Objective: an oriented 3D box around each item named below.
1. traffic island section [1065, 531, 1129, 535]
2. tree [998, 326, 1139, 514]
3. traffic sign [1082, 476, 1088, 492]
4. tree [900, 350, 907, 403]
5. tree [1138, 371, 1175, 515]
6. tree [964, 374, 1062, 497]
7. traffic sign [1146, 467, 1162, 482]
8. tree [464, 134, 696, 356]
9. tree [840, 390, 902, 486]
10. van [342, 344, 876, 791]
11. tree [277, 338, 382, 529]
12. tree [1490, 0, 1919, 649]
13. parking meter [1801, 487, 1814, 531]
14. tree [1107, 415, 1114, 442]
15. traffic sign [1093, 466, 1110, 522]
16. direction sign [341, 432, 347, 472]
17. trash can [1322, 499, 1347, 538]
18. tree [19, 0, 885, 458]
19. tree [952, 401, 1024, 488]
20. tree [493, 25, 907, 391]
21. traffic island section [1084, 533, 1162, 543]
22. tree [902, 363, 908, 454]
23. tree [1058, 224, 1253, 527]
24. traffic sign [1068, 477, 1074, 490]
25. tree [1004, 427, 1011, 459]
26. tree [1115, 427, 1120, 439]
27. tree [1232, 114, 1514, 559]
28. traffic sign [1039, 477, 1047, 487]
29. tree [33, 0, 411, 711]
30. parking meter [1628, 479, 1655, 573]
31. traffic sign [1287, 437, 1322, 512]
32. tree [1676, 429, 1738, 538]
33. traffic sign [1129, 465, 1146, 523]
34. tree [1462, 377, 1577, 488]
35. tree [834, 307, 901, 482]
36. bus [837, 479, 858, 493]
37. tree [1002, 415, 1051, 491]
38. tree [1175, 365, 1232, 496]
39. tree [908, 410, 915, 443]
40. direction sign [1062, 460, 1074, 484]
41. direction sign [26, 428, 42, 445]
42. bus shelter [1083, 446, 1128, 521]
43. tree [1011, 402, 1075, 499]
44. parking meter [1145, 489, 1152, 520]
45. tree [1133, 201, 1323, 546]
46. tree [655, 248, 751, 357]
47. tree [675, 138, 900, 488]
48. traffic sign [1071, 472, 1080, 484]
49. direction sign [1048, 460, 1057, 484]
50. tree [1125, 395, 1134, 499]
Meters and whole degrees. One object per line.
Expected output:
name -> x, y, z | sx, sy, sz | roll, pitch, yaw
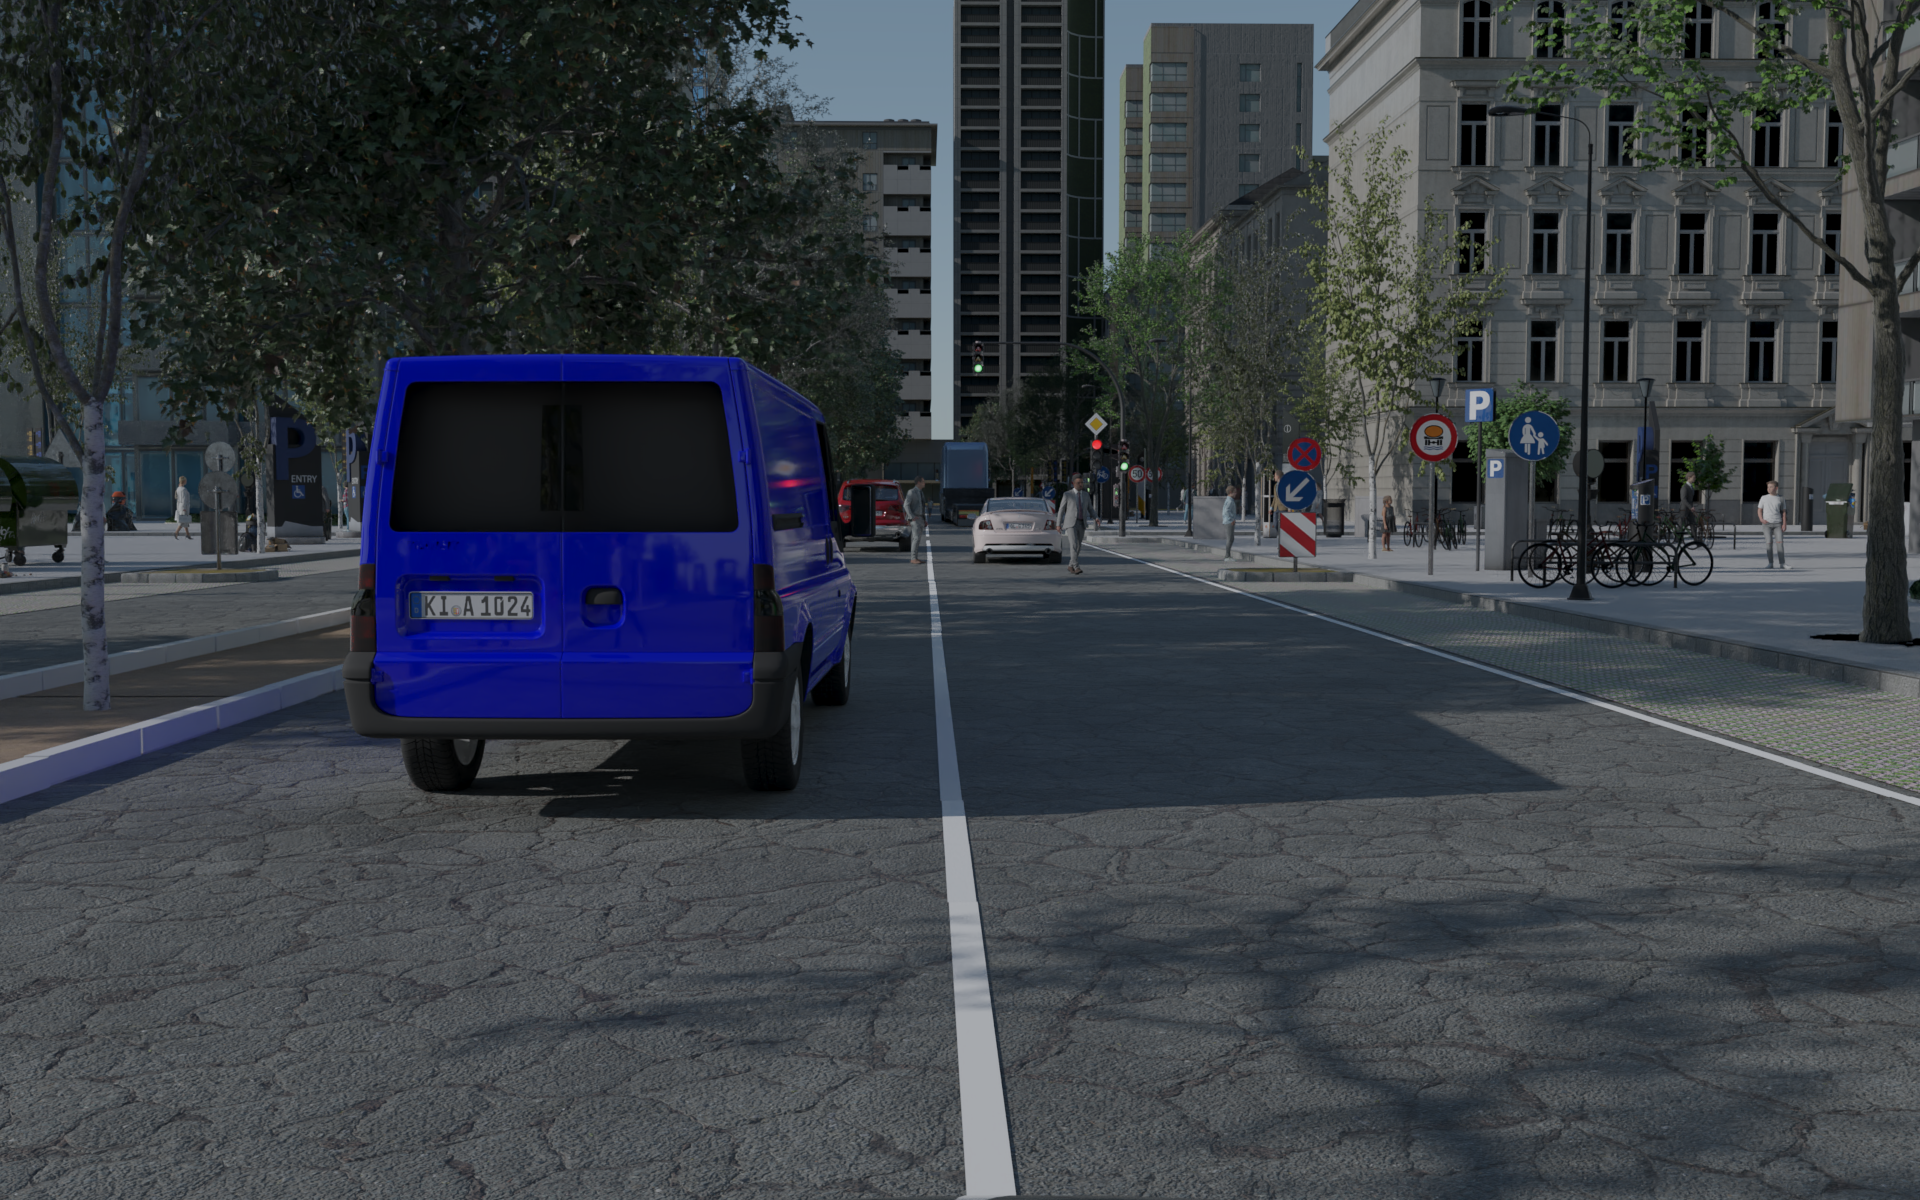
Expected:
traffic island section -> 4.718, -2.305, 59.972 | 2.009, 0.180, 2.903 | 0, 4, -1
tree -> 6.304, -9.877, 95.896 | 7.601, 10.594, 8.767 | 1, 4, 19
traffic sign -> 8.377, -7.057, 115.482 | 0.768, 2.556, 0.104 | 1, 4, 8
tree -> -7.547, -11.792, 101.919 | 9.857, 13.997, 8.962 | 0, 3, 0
tree -> 12.834, -9.423, 104.430 | 4.737, 8.622, 4.395 | 0, 3, 0
tree -> 5.550, -16.265, 176.301 | 12.009, 13.543, 11.850 | 0, 3, 0
traffic sign -> 8.687, -4.747, 77.713 | 0.768, 2.556, 0.104 | 0, 4, 7
tree -> -5.905, -4.553, 27.268 | 4.737, 8.622, 4.395 | 0, 3, 0
tree -> -7.895, -11.955, 123.683 | 9.928, 11.665, 9.643 | 0, 3, 0
van -> -1.698, -0.344, 10.016 | 2.240, 2.365, 5.245 | 0, 4, 0
tree -> -23.183, -6.952, 64.020 | 4.737, 8.622, 4.395 | 0, 3, 0
tree -> 7.916, -5.444, 14.763 | 9.928, 11.665, 9.643 | 0, 3, 0
parking meter -> 29.277, -3.145, 59.835 | 0.372, 1.533, 0.369 | 0, 3, 0
tree -> 12.783, -11.008, 130.347 | 4.360, 8.622, 3.978 | 0, 3, 0
traffic sign -> 6.396, -4.791, 78.445 | 0.768, 2.556, 0.104 | 0, 4, 7
direction sign -> -21.164, -4.188, 60.471 | 0.876, 3.537, 0.379 | 1, 4, 14
trash can -> 11.054, -2.418, 51.190 | 0.748, 1.137, 0.748 | 0, 3, 0
tree -> -5.579, -6.089, 19.021 | 9.611, 12.733, 9.660 | 0, 3, 0
tree -> 3.787, -18.005, 211.382 | 9.611, 12.733, 9.660 | 0, 3, 0
tree -> -6.402, -7.961, 42.987 | 12.009, 13.543, 11.850 | 0, 3, 0
traffic island section -> 4.884, -1.817, 51.988 | 2.009, 0.180, 2.903 | 0, 4, -1
tree -> -7.180, -9.408, 73.278 | 9.611, 12.733, 9.660 | 0, 3, 0
tree -> 7.635, -8.688, 67.797 | 9.928, 11.665, 9.643 | 0, 3, 0
traffic sign -> 6.673, -6.135, 102.435 | 0.606, 2.300, 0.079 | 0, 4, -1
tree -> 5.965, -12.626, 156.802 | 4.360, 8.622, 3.978 | 0, 3, 0
tree -> 13.742, -10.433, 120.940 | 4.360, 8.622, 3.978 | 0, 3, 0
tree -> 8.275, -5.111, 33.931 | 4.737, 8.622, 4.395 | 0, 3, 0
traffic sign -> 6.604, -8.269, 135.209 | 0.884, 2.594, 0.081 | 0, 4, 6
tree -> -5.723, -3.584, 11.420 | 4.360, 8.622, 3.978 | 0, 3, 0
parking meter -> 11.177, -1.224, 28.417 | 0.372, 1.533, 0.369 | 0, 3, 0
traffic sign -> 7.694, -2.365, 38.775 | 0.768, 2.556, 0.104 | 0, 4, 4
tree -> 22.007, -3.428, 50.645 | 1.663, 3.219, 1.824 | 0, 3, 0
traffic sign -> 7.793, -4.655, 76.213 | 0.768, 2.556, 0.104 | 0, 4, 4
tree -> 15.806, -3.982, 48.825 | 4.285, 4.588, 4.351 | 0, 3, 0
tree -> -7.034, -10.548, 93.048 | 7.486, 12.596, 7.792 | 0, 3, 0
bus -> -13.279, -12.648, 201.650 | 2.948, 3.499, 13.247 | 0, 4, 0
tree -> 5.501, -12.252, 150.683 | 4.737, 8.622, 4.395 | 0, 3, 0
tree -> 13.520, -8.356, 86.981 | 4.737, 8.622, 4.395 | 0, 3, 0
tree -> -6.977, -10.001, 82.978 | 9.611, 12.733, 9.660 | 0, 3, 0
direction sign -> 7.145, -7.513, 114.828 | 0.876, 3.537, 0.379 | -1, 4, -20
direction sign -> -31.616, -4.112, 59.236 | 0.876, 3.537, 0.379 | 2, 4, 32
bus shelter -> 7.315, -5.852, 86.965 | 1.731, 3.624, 6.357 | 0, 4, -1
tree -> 6.340, -10.763, 126.340 | 4.360, 8.622, 3.978 | 0, 3, 0
parking meter -> 9.378, -4.731, 85.763 | 0.372, 1.533, 0.369 | 0, 3, 0
tree -> 7.189, -5.650, 42.745 | 4.360, 8.622, 3.978 | 0, 3, 0
tree -> -6.273, -5.018, 34.868 | 4.360, 8.622, 3.978 | 0, 3, 0
tree -> -6.842, -9.408, 62.934 | 9.857, 13.997, 8.962 | 0, 3, 0
traffic sign -> 6.854, -6.246, 102.225 | 0.768, 2.556, 0.104 | 0, 4, 8
direction sign -> 6.158, -7.543, 115.318 | 0.379, 3.537, 0.876 | -3, 5, -42
tree -> 12.581, -9.755, 109.855 | 4.360, 8.622, 3.978 | 0, 3, 0
